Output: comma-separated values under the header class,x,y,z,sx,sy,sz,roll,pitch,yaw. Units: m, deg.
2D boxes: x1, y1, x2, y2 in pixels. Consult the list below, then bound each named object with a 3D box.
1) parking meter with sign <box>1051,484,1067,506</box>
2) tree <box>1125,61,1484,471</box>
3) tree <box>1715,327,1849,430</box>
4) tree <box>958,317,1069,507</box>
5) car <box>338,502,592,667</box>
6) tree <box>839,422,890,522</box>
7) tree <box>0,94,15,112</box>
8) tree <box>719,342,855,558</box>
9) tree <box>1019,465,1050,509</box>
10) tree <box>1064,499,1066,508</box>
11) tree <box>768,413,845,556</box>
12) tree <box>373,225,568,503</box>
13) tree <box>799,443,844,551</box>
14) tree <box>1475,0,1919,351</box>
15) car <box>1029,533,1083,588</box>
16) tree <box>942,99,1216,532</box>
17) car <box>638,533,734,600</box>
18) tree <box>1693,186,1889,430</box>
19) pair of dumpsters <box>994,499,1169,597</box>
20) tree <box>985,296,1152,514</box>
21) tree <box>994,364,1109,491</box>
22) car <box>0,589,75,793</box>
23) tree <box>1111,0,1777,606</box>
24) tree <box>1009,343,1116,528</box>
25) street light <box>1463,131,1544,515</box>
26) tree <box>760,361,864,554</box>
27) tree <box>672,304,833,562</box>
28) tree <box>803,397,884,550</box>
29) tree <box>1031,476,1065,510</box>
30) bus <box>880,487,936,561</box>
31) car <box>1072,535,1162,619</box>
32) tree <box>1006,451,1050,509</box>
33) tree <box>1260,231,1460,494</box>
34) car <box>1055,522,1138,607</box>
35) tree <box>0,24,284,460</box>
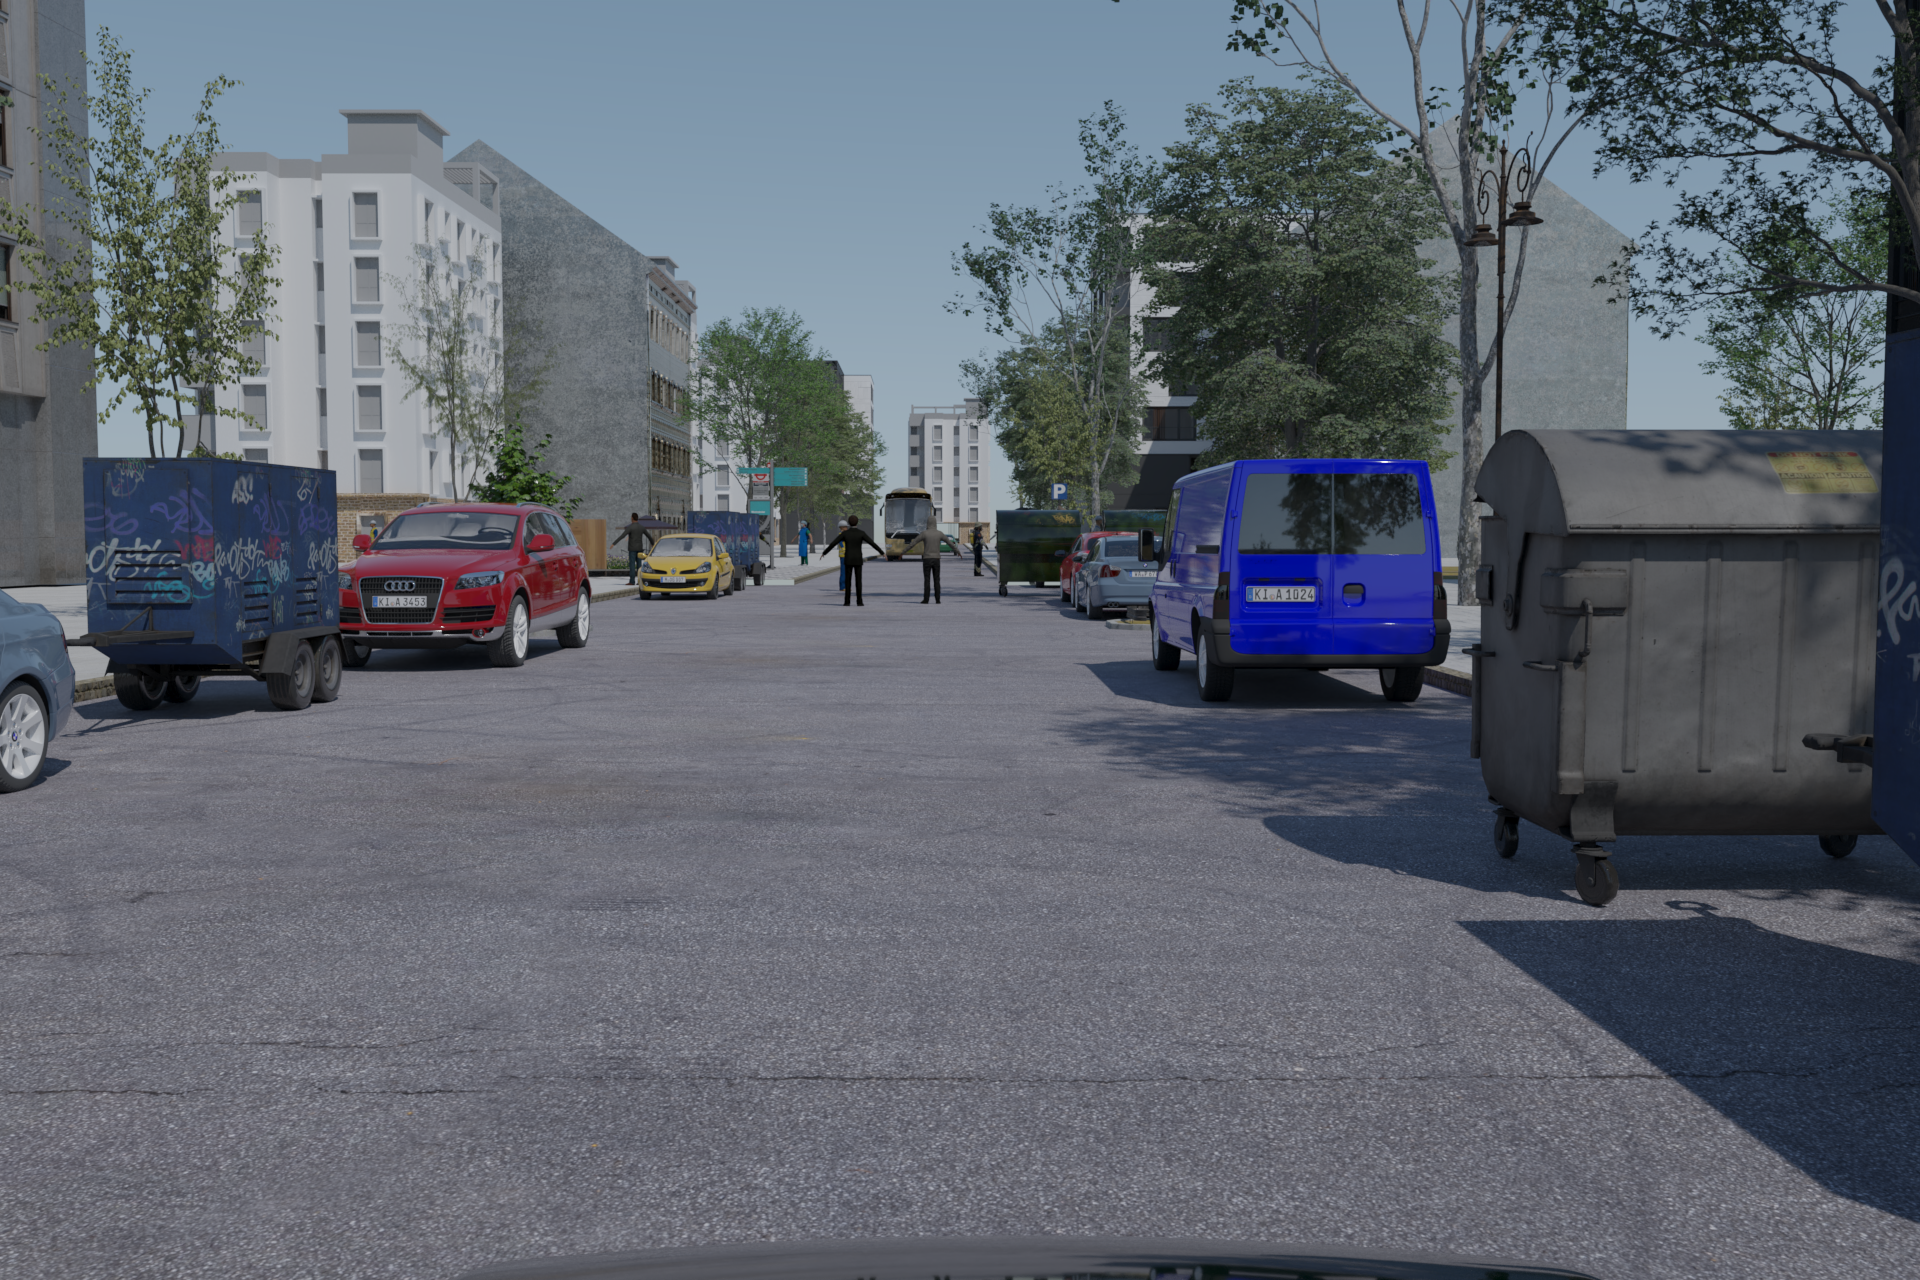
class,x,y,z,sx,sy,sz,roll,pitch,yaw
parking meter with sign,3.420,-3.832,58.921,0.543,3.016,1.738,0,3,0
tree,9.455,-8.617,47.547,9.857,13.997,8.962,0,3,0
tree,28.412,-6.728,60.370,4.737,8.622,4.395,0,3,0
tree,5.800,-18.144,152.548,12.611,20.169,13.585,0,3,0
car,-5.739,-0.712,20.322,2.281,1.827,5.304,0,3,0
tree,-10.104,-13.902,153.056,9.928,11.665,9.643,0,3,0
tree,-12.012,-6.529,13.410,9.857,13.997,8.962,0,3,0
tree,-9.558,-10.290,94.001,9.928,11.665,9.643,0,3,0
tree,5.665,-10.561,123.040,4.360,8.622,3.978,0,3,0
tree,15.226,-23.750,244.206,12.611,20.169,13.585,0,3,0
tree,-9.711,-9.305,102.495,4.360,8.622,3.978,0,3,0
tree,-12.492,-5.617,42.201,4.360,8.622,3.978,0,3,0
tree,-9.513,-10.603,123.715,4.360,8.622,3.978,0,3,0
tree,9.141,-4.959,15.494,8.767,10.594,7.601,1,4,9
car,2.854,-2.370,47.553,1.959,1.807,4.718,0,4,-1
tree,5.559,-13.611,78.423,12.611,20.169,13.585,0,3,0
car,-6.140,-1.760,38.999,2.015,1.641,3.980,0,3,0
tree,25.951,-7.728,52.102,9.928,11.665,9.643,0,3,0
pair of dumpsters,3.008,-2.147,40.051,4.436,2.255,1.574,0,4,-1
tree,6.040,-11.488,94.484,9.857,13.997,8.962,0,3,0
tree,5.688,-10.961,104.975,9.928,11.665,9.643,0,3,0
car,-6.080,0.222,8.372,2.014,1.417,4.499,0,3,0
tree,7.918,-10.620,29.532,12.611,20.169,13.585,0,3,0
tree,3.794,-7.097,66.400,4.737,8.622,4.395,0,3,0
street light,6.364,-2.915,20.452,0.468,5.910,1.993,0,4,-1
tree,-9.897,-11.927,113.135,7.486,12.596,7.792,0,3,0
tree,-9.456,-9.327,78.259,9.928,11.665,9.643,0,3,0
tree,-10.185,-13.604,140.551,7.486,12.596,7.792,0,3,0
tree,5.234,-9.920,112.561,4.360,8.622,3.978,0,3,0
bus,-2.691,-6.296,94.491,2.896,3.916,12.252,0,4,0
car,3.002,-1.122,30.341,2.014,1.417,4.499,0,4,0
tree,5.923,-11.643,140.723,4.737,8.622,4.395,0,3,0
tree,14.676,-9.001,65.298,7.486,12.596,7.792,0,3,0
car,3.040,-1.606,35.301,2.155,1.783,4.494,0,4,-1
tree,-11.826,-4.599,25.563,4.737,8.622,4.395,0,3,0
